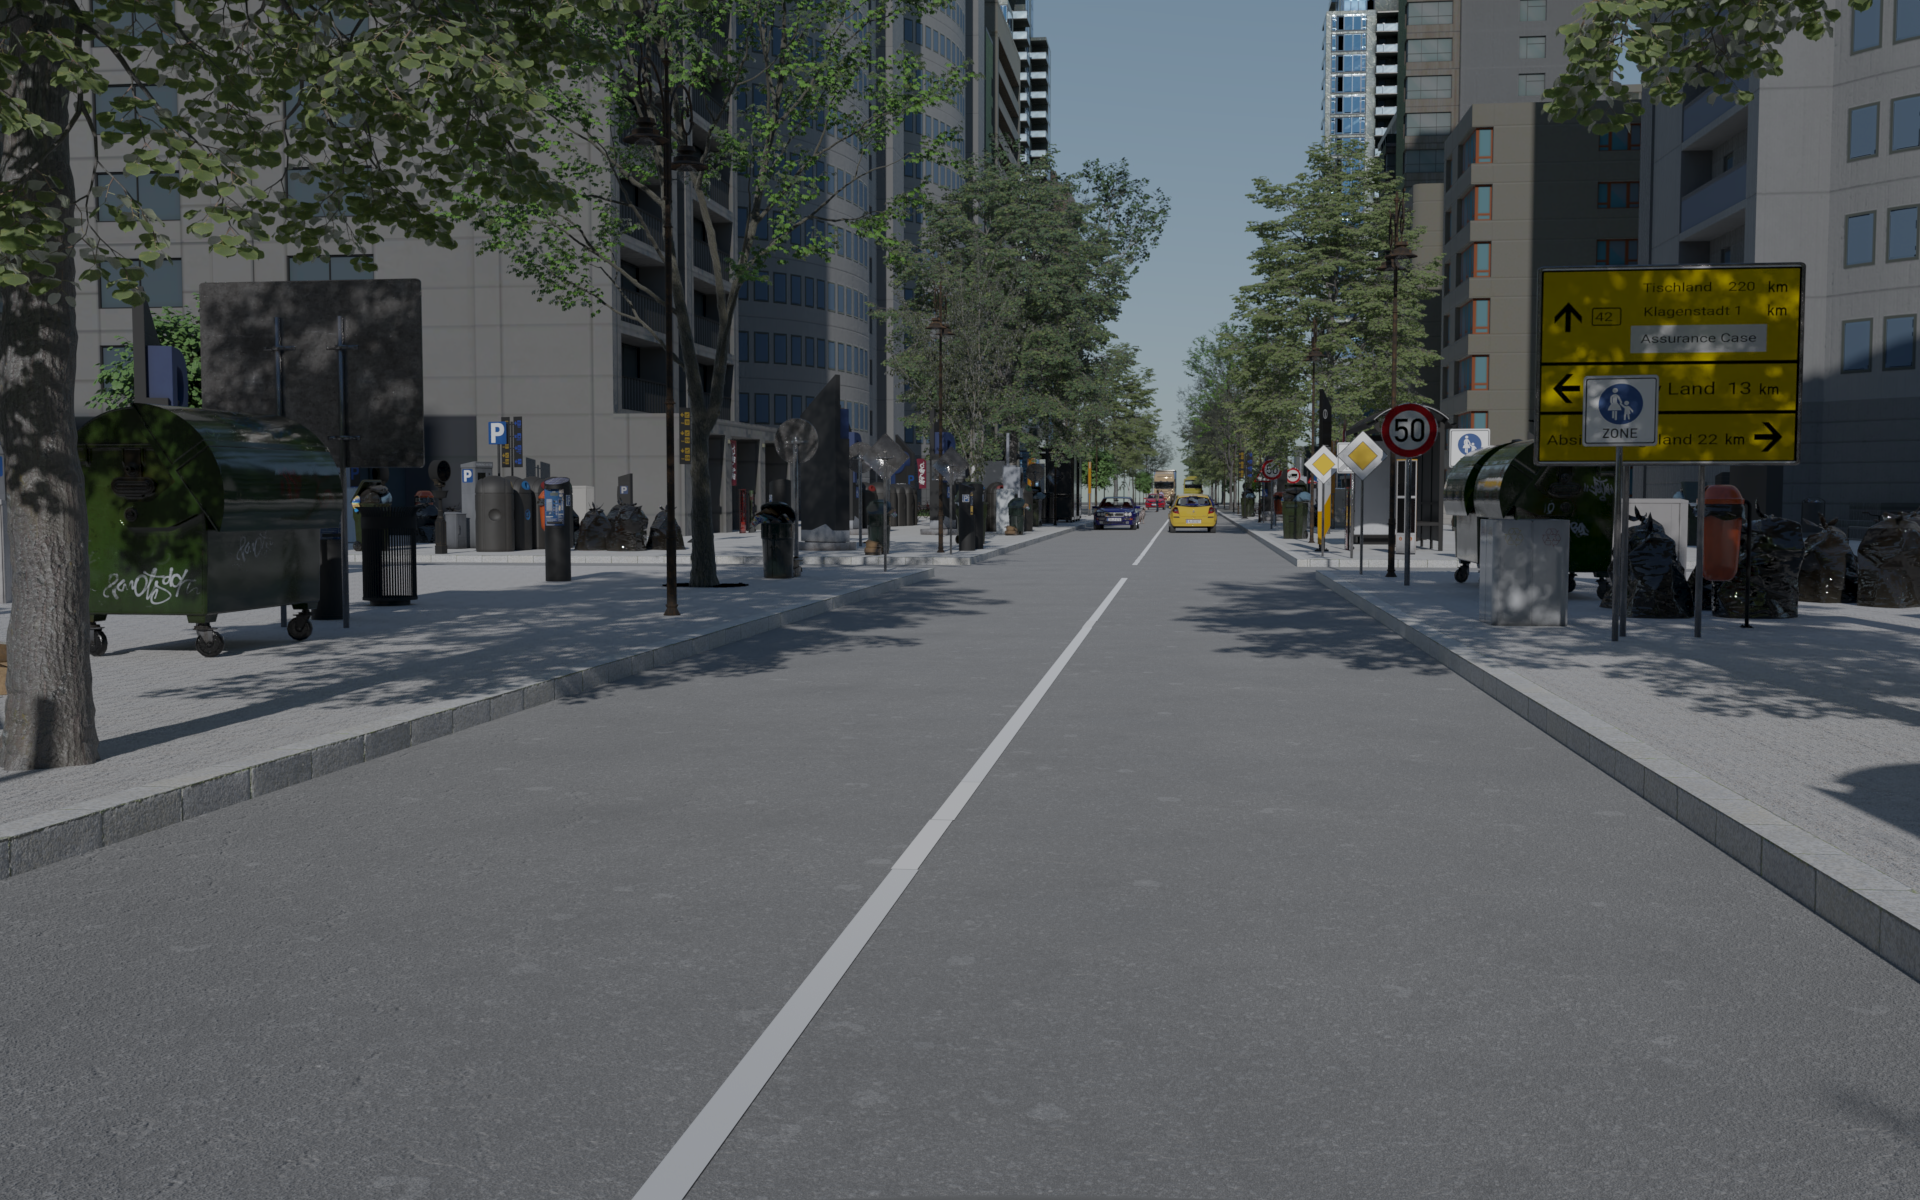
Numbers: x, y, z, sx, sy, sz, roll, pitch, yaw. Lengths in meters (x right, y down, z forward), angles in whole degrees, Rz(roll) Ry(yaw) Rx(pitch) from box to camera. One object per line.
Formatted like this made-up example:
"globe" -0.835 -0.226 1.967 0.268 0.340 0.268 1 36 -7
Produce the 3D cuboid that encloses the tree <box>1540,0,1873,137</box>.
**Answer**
"tree" 5.267 -5.457 7.351 7.486 12.596 7.792 0 3 0

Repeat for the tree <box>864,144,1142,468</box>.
"tree" 1.736 -9.551 62.814 9.857 13.997 8.962 0 3 0

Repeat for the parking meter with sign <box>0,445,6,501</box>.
"parking meter with sign" -32.107 -3.686 56.533 0.543 3.016 1.738 1 4 13

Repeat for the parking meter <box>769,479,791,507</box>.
"parking meter" -3.058 -1.290 29.499 0.372 1.533 0.369 0 3 0

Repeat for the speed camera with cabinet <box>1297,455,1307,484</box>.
"speed camera with cabinet" 16.407 -5.674 87.110 2.038 3.252 0.660 1 4 14

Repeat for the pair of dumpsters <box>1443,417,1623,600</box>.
"pair of dumpsters" 7.511 -1.247 22.881 1.574 2.255 4.437 0 4 7

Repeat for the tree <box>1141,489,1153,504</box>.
"tree" 25.548 -14.772 236.116 1.663 3.219 1.824 0 3 0

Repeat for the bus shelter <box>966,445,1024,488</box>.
"bus shelter" 1.415 -4.799 72.385 2.014 3.302 5.546 0 4 7

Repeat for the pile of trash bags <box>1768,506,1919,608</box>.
"pile of trash bags" 11.743 -0.651 20.395 3.447 1.369 1.912 0 4 -5

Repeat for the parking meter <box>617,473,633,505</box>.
"parking meter" -9.441 -2.638 48.847 0.399 1.863 0.255 1 4 9

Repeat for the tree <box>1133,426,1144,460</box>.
"tree" 15.949 -13.175 165.779 4.360 8.622 3.978 0 3 0

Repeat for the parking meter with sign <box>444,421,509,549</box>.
"parking meter with sign" -11.450 -2.735 40.979 0.543 3.016 1.738 2 4 25

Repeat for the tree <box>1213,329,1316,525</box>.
"tree" 13.014 -7.471 72.516 4.360 8.622 3.978 0 3 0

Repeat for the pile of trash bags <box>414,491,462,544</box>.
"pile of trash bags" -13.677 -2.220 46.048 1.912 1.369 3.447 -3 5 -41

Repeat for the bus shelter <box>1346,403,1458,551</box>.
"bus shelter" 10.402 -2.900 41.340 2.014 3.302 5.546 0 4 7

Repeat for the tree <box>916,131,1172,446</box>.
"tree" 4.236 -14.424 91.727 12.611 20.169 13.585 0 3 0

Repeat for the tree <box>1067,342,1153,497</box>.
"tree" 11.524 -12.922 129.402 7.486 12.596 7.792 0 3 0

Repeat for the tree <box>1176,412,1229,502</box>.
"tree" 36.728 -21.175 252.872 9.857 13.997 8.962 0 3 0

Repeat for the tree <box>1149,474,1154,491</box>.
"tree" 22.848 -14.233 216.425 4.285 4.588 4.351 0 3 0

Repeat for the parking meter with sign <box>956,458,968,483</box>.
"parking meter with sign" -0.154 -4.774 74.323 0.543 3.016 1.738 3 5 42

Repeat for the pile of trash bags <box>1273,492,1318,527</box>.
"pile of trash bags" 13.732 -3.586 68.375 1.912 1.369 3.447 -3 5 -41

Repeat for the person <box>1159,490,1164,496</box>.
"person" 20.406 -10.204 175.198 0.709 1.838 0.599 2 4 28

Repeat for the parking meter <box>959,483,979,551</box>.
"parking meter" 0.157 -1.879 39.128 0.372 1.533 0.369 0 3 0

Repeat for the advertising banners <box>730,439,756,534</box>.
"advertising banners" -7.086 -3.687 56.477 0.090 3.025 2.074 1 4 16

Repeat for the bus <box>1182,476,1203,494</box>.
"bus" 32.104 -15.123 238.802 2.896 3.916 12.252 0 4 7

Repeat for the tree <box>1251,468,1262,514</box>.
"tree" 19.249 -7.222 112.689 1.663 3.219 1.824 0 3 0

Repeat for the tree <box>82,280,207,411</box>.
"tree" -11.670 -2.635 26.791 4.285 4.588 4.351 0 3 0

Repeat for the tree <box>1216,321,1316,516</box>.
"tree" 16.869 -10.744 101.412 9.928 11.665 9.643 0 3 0

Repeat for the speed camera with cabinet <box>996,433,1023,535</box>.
"speed camera with cabinet" 1.606 -3.738 55.459 0.660 3.252 2.038 1 4 11

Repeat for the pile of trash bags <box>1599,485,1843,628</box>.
"pile of trash bags" 7.757 -0.506 18.026 1.912 1.369 3.447 1 4 17

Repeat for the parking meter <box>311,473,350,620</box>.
"parking meter" -6.466 -0.571 17.741 0.372 1.533 0.369 0 3 0

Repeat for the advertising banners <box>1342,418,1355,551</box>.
"advertising banners" 8.875 -2.654 39.584 0.090 3.025 2.074 0 4 6

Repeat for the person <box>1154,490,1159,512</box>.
"person" 15.604 -7.856 137.666 0.721 1.735 1.217 0 4 -7

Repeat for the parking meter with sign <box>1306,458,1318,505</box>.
"parking meter with sign" 18.335 -5.669 88.947 1.738 3.016 0.543 1 4 18

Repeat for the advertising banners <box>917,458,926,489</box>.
"advertising banners" -1.178 -5.409 84.631 2.074 3.025 0.090 2 4 24

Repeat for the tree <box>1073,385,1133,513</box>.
"tree" 8.614 -10.198 117.095 4.360 8.622 3.978 0 3 0

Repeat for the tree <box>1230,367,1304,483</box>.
"tree" 16.293 -8.669 92.101 4.737 8.622 4.395 0 3 0

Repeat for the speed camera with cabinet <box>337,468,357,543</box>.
"speed camera with cabinet" -16.345 -3.152 45.876 0.660 3.252 2.038 -2 4 -31

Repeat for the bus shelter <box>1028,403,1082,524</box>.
"bus shelter" 4.396 -6.171 78.536 2.179 5.291 8.768 0 4 7

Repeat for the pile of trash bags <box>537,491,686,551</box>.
"pile of trash bags" -8.013 -1.799 39.159 1.912 1.369 3.447 3 5 42

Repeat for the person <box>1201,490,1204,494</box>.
"person" 22.905 -9.485 163.576 0.705 1.824 1.348 -1 4 -10

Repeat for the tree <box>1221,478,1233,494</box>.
"tree" 27.936 -11.351 180.192 1.663 3.219 1.824 0 3 0

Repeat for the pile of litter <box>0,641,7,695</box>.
"pile of litter" -6.491 0.163 11.306 1.176 0.858 1.719 1 4 8

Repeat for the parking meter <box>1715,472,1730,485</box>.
"parking meter" 20.216 -2.461 45.952 0.255 1.863 0.399 0 4 -4

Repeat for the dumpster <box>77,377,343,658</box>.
"dumpster" -6.278 -0.725 14.353 1.502 2.255 1.985 0 4 8

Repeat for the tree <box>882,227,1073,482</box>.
"tree" 0.157 -5.912 47.030 4.360 8.622 3.978 0 3 0

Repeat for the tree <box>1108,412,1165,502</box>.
"tree" 18.540 -15.495 187.758 7.601 10.594 8.767 -1 4 -10

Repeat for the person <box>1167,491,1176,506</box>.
"person" 19.940 -9.363 162.303 1.217 1.735 0.721 0 4 -8

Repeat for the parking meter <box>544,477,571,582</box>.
"parking meter" -5.923 -1.045 25.496 0.372 1.533 0.369 0 3 0

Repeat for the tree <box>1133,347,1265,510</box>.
"tree" 22.024 -14.105 140.985 12.009 13.543 11.850 0 3 0

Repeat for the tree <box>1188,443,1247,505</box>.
"tree" 29.885 -15.943 195.079 8.767 10.594 7.601 -1 4 -12

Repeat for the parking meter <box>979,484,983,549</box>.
"parking meter" 0.361 -1.955 40.378 0.372 1.533 0.369 0 3 0

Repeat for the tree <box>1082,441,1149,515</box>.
"tree" 8.433 -7.528 106.789 4.285 4.588 4.351 0 3 0

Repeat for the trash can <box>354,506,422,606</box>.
"trash can" -6.596 -0.512 20.018 0.748 1.137 0.748 0 3 0
